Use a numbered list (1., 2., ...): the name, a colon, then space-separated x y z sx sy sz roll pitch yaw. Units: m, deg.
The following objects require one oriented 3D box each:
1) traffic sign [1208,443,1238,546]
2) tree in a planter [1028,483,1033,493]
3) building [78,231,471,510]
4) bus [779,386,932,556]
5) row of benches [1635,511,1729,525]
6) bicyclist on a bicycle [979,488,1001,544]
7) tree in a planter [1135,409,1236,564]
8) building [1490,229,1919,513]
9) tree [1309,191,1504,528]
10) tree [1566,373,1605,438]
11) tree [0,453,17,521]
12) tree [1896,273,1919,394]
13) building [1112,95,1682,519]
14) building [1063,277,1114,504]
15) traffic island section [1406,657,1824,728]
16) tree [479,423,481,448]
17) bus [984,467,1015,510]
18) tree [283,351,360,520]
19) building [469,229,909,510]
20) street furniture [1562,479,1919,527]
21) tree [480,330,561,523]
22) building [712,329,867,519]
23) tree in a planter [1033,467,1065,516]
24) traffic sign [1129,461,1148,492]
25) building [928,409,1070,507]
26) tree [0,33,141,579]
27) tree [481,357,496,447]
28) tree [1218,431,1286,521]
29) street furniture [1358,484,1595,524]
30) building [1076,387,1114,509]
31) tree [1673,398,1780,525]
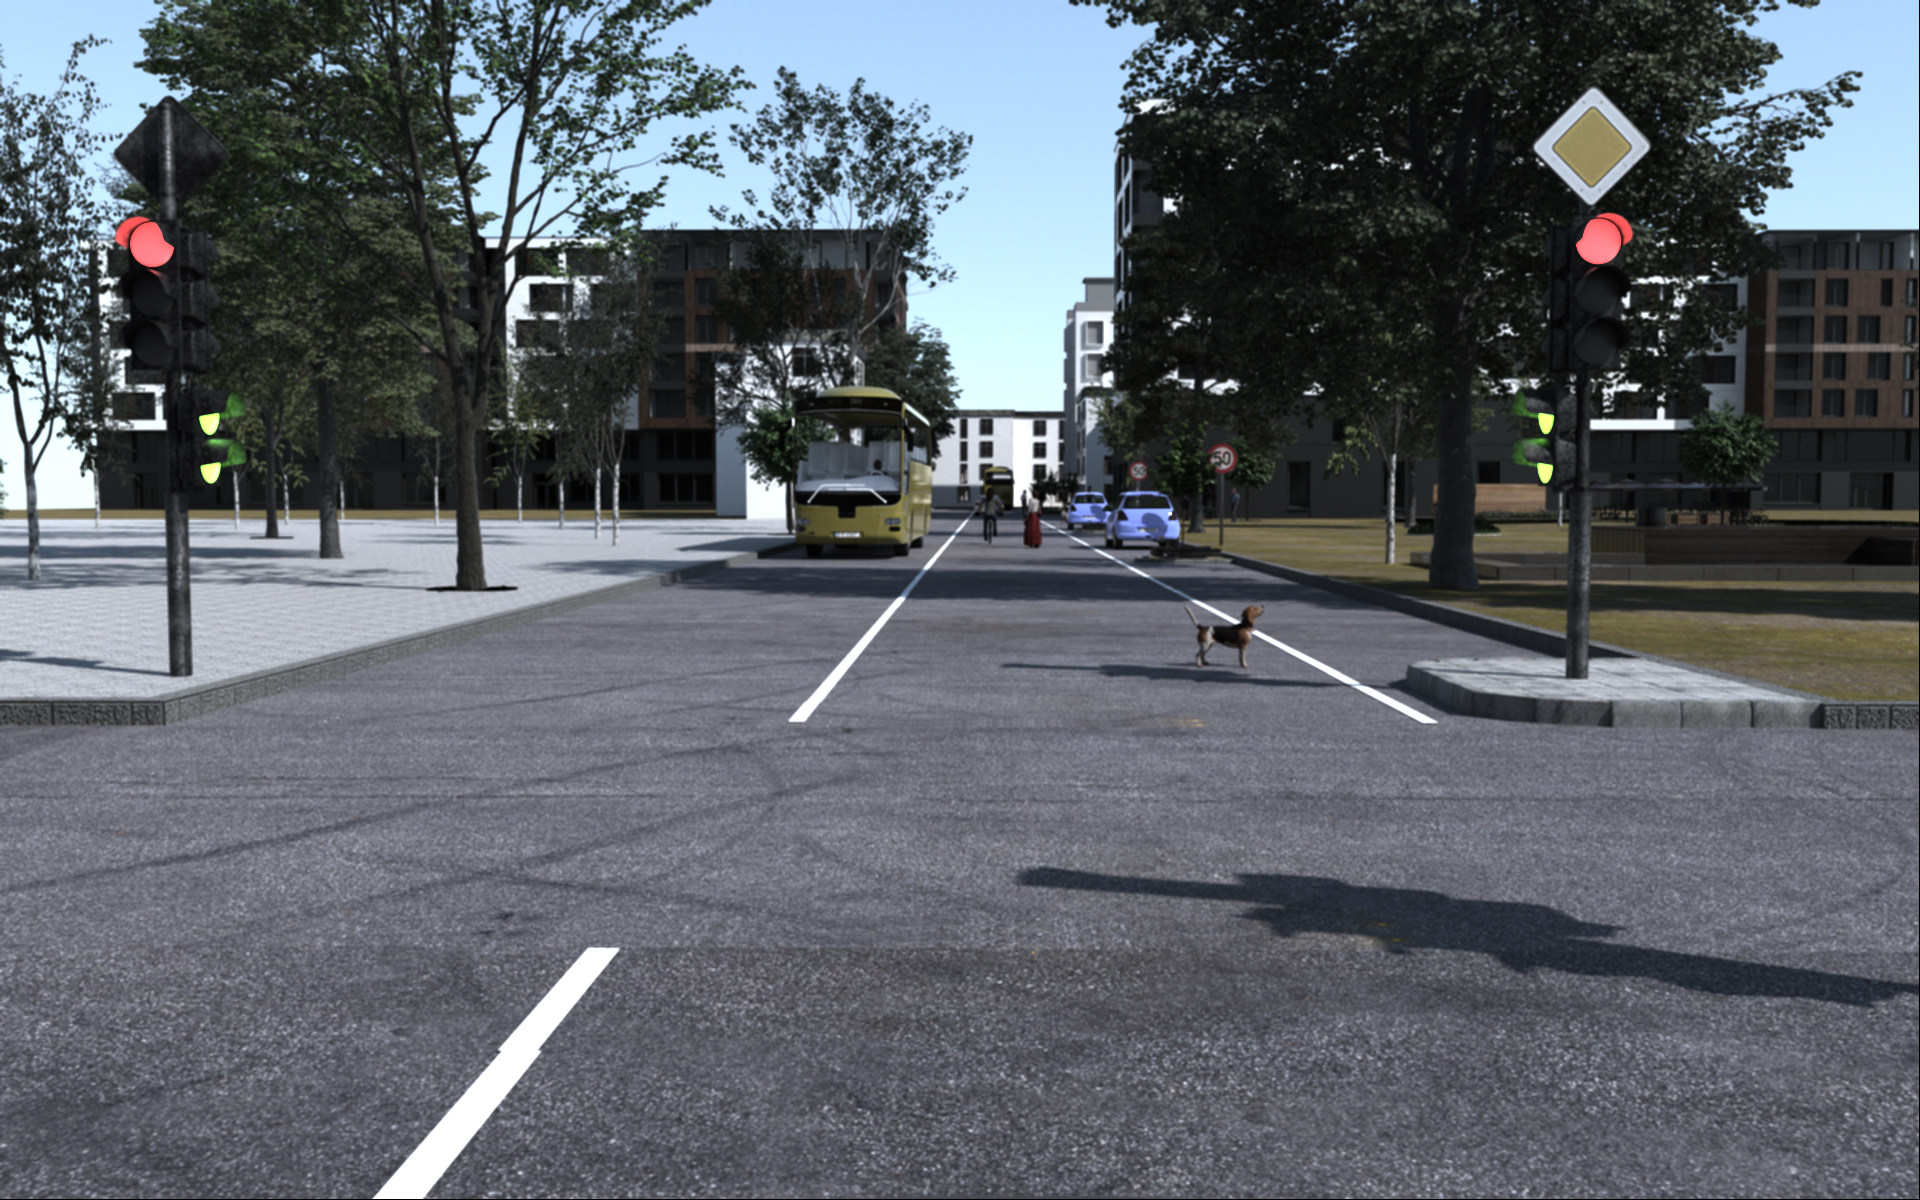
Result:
1. traffic sign: 6.519 -2.632 43.133 0.768 2.556 0.104 0 4 6
2. tree in a planter: 6.497 -8.869 142.222 1.991 3.239 1.994 0 4 1
3. building: -53.901 -18.653 148.952 32.646 21.610 27.936 0 4 1
4. bus: -2.253 -3.155 43.139 2.896 3.916 12.252 0 4 2
5. row of benches: 26.264 -2.916 63.139 4.104 0.672 1.422 -2 4 -24
6. bicyclist on a bicycle: 0.858 -2.425 49.675 1.499 1.676 1.625 0 4 2
7. tree in a planter: 4.732 -2.411 36.635 1.991 3.239 1.994 0 4 1
8. building: 66.170 -18.598 148.055 32.646 21.610 27.936 0 4 1
9. tree: 16.871 -9.014 65.512 7.486 12.596 7.792 0 3 0
10. tree: 23.686 -7.245 68.823 4.737 8.622 4.395 0 3 0
11. tree: -53.313 -10.806 78.499 18.604 14.587 13.155 1 4 15
12. tree: 31.198 -6.314 53.590 4.360 8.622 3.978 0 3 0
13. building: 23.128 -15.996 105.505 27.936 21.610 32.646 0 4 1
14. building: 17.478 -18.359 156.593 16.016 20.091 11.380 0 4 1
15. traffic island section: 4.320 0.625 12.070 2.009 0.180 2.903 0 4 1
16. tree: -14.358 -6.893 63.061 4.360 8.622 3.978 0 3 0
17. bus: 3.477 -9.996 154.978 2.896 3.916 12.252 0 4 2
18. tree: -30.810 -8.293 85.950 4.360 8.622 3.978 0 3 0
19. building: -21.144 -18.593 147.966 32.646 21.610 27.936 0 4 1
20. street furniture: 35.933 -4.138 72.693 14.083 1.986 27.439 0 4 -4
21. tree: -19.757 -7.778 77.537 4.737 8.622 4.395 0 3 0
22. building: -10.053 -9.794 102.279 9.099 9.664 28.070 0 4 1
23. tree in a planter: 6.040 -7.178 114.583 1.991 3.239 1.994 0 4 1
24. traffic sign: 6.922 -4.095 67.056 0.768 2.556 0.104 0 4 7
25. building: 5.434 -14.323 176.324 28.070 9.664 9.099 0 4 1
26. tree: -13.961 -4.605 25.652 4.360 8.622 3.978 0 3 0
27. tree: -10.594 -6.065 49.527 4.360 8.622 3.978 0 3 0
28. tree: 13.724 -6.019 82.128 4.285 4.588 4.351 0 3 0
29. street furniture: 24.404 -4.311 77.339 11.010 1.723 9.812 -2 4 -30
30. building: 14.329 -11.876 136.323 9.099 9.664 28.070 0 4 1
31. tree: 26.073 -4.609 59.066 4.285 4.588 4.351 0 3 0
